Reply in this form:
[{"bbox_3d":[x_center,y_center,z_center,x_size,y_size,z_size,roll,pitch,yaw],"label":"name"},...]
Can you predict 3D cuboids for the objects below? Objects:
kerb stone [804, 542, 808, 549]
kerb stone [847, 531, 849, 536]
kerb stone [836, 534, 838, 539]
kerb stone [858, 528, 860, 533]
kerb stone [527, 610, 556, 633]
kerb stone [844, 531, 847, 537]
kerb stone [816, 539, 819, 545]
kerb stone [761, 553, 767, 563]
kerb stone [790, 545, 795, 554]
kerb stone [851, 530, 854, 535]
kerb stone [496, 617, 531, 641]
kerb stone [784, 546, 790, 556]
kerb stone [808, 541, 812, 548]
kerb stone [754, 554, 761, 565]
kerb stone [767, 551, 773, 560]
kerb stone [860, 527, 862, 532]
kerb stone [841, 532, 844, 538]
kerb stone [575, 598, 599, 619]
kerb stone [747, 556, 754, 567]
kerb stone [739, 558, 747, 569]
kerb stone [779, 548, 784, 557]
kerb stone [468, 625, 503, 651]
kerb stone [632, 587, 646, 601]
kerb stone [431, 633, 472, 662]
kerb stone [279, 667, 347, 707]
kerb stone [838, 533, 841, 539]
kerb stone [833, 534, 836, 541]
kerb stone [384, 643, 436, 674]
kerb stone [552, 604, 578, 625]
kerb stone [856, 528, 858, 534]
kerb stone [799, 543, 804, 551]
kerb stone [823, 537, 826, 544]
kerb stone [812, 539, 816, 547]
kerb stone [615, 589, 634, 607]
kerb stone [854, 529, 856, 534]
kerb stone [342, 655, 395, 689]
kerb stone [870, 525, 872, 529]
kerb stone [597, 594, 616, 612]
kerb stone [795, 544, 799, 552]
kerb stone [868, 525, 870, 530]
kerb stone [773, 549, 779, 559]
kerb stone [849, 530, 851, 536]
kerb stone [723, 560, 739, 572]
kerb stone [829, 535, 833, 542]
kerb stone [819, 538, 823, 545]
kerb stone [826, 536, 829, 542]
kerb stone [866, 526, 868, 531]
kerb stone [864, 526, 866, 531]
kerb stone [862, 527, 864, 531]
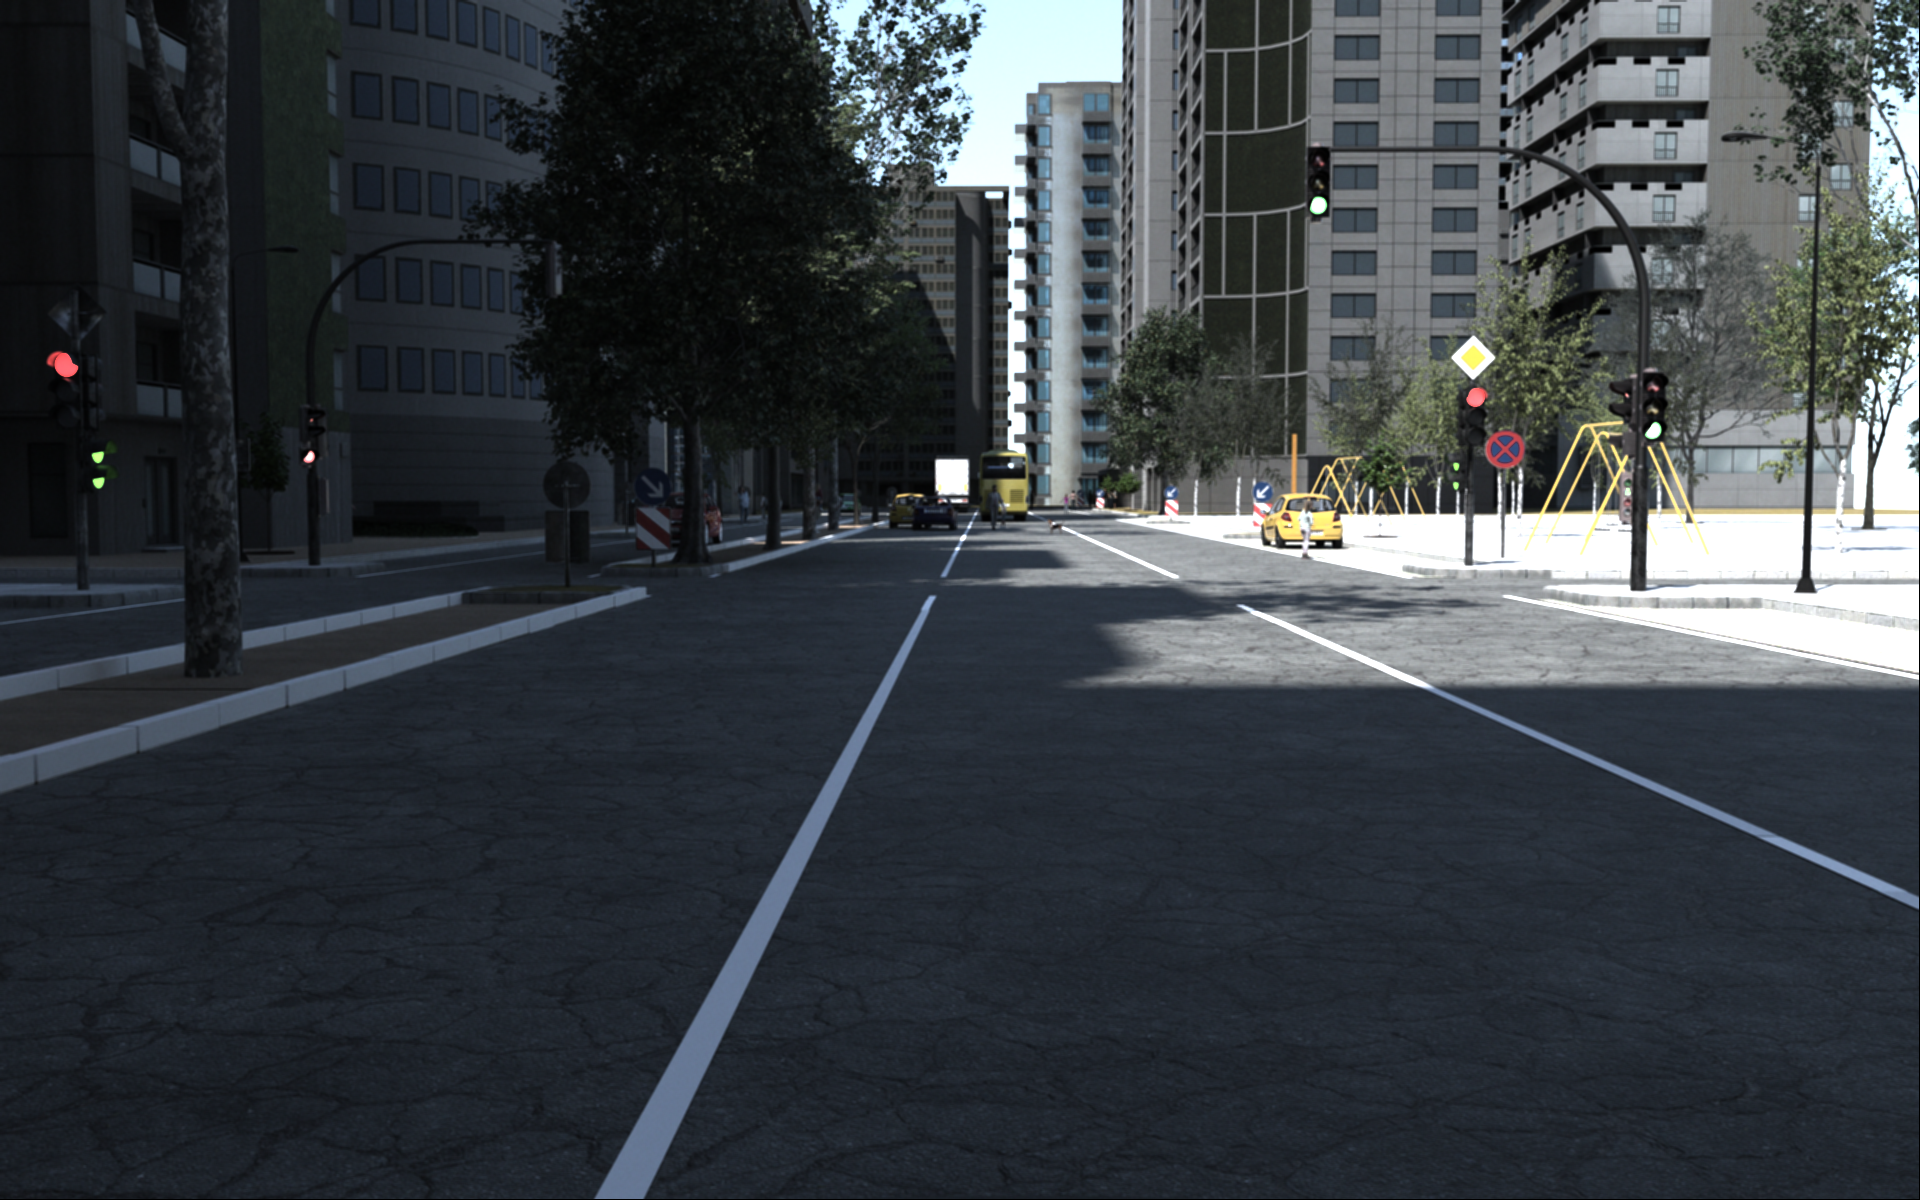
[{"bbox_3d":[-4.085,-1.362,44.463,0.120,0.150,1.000,0,4,1],"label":"kerb stone"},{"bbox_3d":[-3.880,-2.176,57.775,0.120,0.150,1.000,0,4,1],"label":"kerb stone"},{"bbox_3d":[-3.947,-1.926,53.681,0.120,0.150,1.000,0,4,1],"label":"kerb stone"},{"bbox_3d":[-3.804,-2.486,62.903,0.120,0.150,1.000,0,4,1],"label":"kerb stone"},{"bbox_3d":[-4.478,0.239,18.294,0.120,0.150,1.000,0,4,1],"label":"kerb stone"},{"bbox_3d":[-3.899,-2.113,56.750,0.120,0.150,1.000,0,4,1],"label":"kerb stone"},{"bbox_3d":[-4.037,-1.550,47.541,0.120,0.150,1.000,0,4,1],"label":"kerb stone"},{"bbox_3d":[-4.213,-0.860,36.254,0.120,0.150,1.000,0,4,1],"label":"kerb stone"},{"bbox_3d":[-4.128,-1.169,41.376,0.120,0.150,1.000,0,4,1],"label":"kerb stone"},{"bbox_3d":[-3.848,-2.301,59.823,0.120,0.150,1.000,0,4,1],"label":"kerb stone"},{"bbox_3d":[-4.497,0.301,17.272,0.120,0.150,1.000,0,4,1],"label":"kerb stone"},{"bbox_3d":[-4.146,-1.111,40.354,0.120,0.150,1.000,0,4,1],"label":"kerb stone"},{"bbox_3d":[-4.066,-1.424,45.486,0.120,0.150,1.000,0,4,1],"label":"kerb stone"},{"bbox_3d":[-4.225,-0.797,35.232,0.120,0.150,1.000,0,4,1],"label":"kerb stone"},{"bbox_3d":[-4.196,-0.922,37.276,0.120,0.150,1.000,0,4,1],"label":"kerb stone"},{"bbox_3d":[-3.795,-2.553,63.942,0.120,0.150,1.000,0,4,1],"label":"kerb stone"},{"bbox_3d":[-3.913,-2.051,55.728,0.120,0.150,1.000,0,4,1],"label":"kerb stone"},{"bbox_3d":[-4.446,0.113,20.343,0.120,0.150,1.000,0,4,1],"label":"kerb stone"},{"bbox_3d":[-4.241,-0.731,34.192,0.120,0.150,1.000,0,4,1],"label":"kerb stone"},{"bbox_3d":[-4.256,-0.671,33.170,0.120,0.150,1.000,0,4,1],"label":"kerb stone"},{"bbox_3d":[-4.162,-1.048,39.324,0.120,0.150,1.000,0,4,1],"label":"kerb stone"},{"bbox_3d":[-4.512,0.367,16.250,0.120,0.150,1.000,0,4,1],"label":"kerb stone"},{"bbox_3d":[-4.397,-0.071,23.408,0.120,0.150,1.000,0,4,1],"label":"kerb stone"},{"bbox_3d":[-4.524,0.430,15.229,0.120,0.150,1.000,0,4,1],"label":"kerb stone"},{"bbox_3d":[-4.569,0.614,12.154,0.120,0.150,1.000,0,4,1],"label":"kerb stone"},{"bbox_3d":[-3.934,-1.983,54.703,0.120,0.150,1.000,0,4,1],"label":"kerb stone"},{"bbox_3d":[-3.961,-1.860,52.654,0.120,0.150,1.000,0,4,1],"label":"kerb stone"},{"bbox_3d":[-4.540,0.489,14.207,0.120,0.150,1.000,0,4,1],"label":"kerb stone"},{"bbox_3d":[-4.467,0.176,19.316,0.120,0.150,1.000,0,4,1],"label":"kerb stone"},{"bbox_3d":[-3.827,-2.426,61.877,0.120,0.150,1.000,0,4,1],"label":"kerb stone"},{"bbox_3d":[-4.097,-1.297,43.436,0.120,0.150,1.000,0,4,1],"label":"kerb stone"},{"bbox_3d":[-4.009,-1.674,49.588,0.120,0.150,1.000,0,4,1],"label":"kerb stone"},{"bbox_3d":[-4.056,-1.487,46.509,0.120,0.150,1.000,0,4,1],"label":"kerb stone"},{"bbox_3d":[-4.411,-0.007,22.386,0.120,0.150,1.000,0,4,1],"label":"kerb stone"},{"bbox_3d":[-3.839,-2.364,60.846,0.120,0.150,1.000,0,4,1],"label":"kerb stone"},{"bbox_3d":[-4.548,0.556,13.180,0.120,0.150,1.000,0,4,1],"label":"kerb stone"},{"bbox_3d":[-3.715,-2.865,69.065,0.120,0.150,1.000,0,4,1],"label":"kerb stone"},{"bbox_3d":[-4.438,0.051,21.365,0.120,0.150,1.000,0,4,1],"label":"kerb stone"},{"bbox_3d":[-4.112,-1.236,42.404,0.120,0.150,1.000,0,4,1],"label":"kerb stone"},{"bbox_3d":[-3.731,-2.803,68.032,0.120,0.150,1.000,0,4,1],"label":"kerb stone"},{"bbox_3d":[-4.176,-0.983,38.302,0.120,0.150,1.000,0,4,1],"label":"kerb stone"},{"bbox_3d":[-3.872,-2.239,58.797,0.120,0.150,1.000,0,4,1],"label":"kerb stone"},{"bbox_3d":[-4.275,-0.609,32.148,0.120,0.150,1.000,0,4,1],"label":"kerb stone"},{"bbox_3d":[-3.975,-1.800,51.632,0.120,0.150,1.000,0,4,1],"label":"kerb stone"},{"bbox_3d":[-4.028,-1.613,48.563,0.120,0.150,1.000,0,4,1],"label":"kerb stone"},{"bbox_3d":[-3.997,-1.738,50.610,0.120,0.150,1.000,0,4,1],"label":"kerb stone"},{"bbox_3d":[-3.749,-2.740,67.010,0.120,0.150,1.000,0,4,1],"label":"kerb stone"},{"bbox_3d":[-3.767,-2.678,65.988,0.120,0.150,1.000,0,4,1],"label":"kerb stone"},{"bbox_3d":[-3.775,-2.615,64.964,0.120,0.150,1.000,0,4,1],"label":"kerb stone"}]
